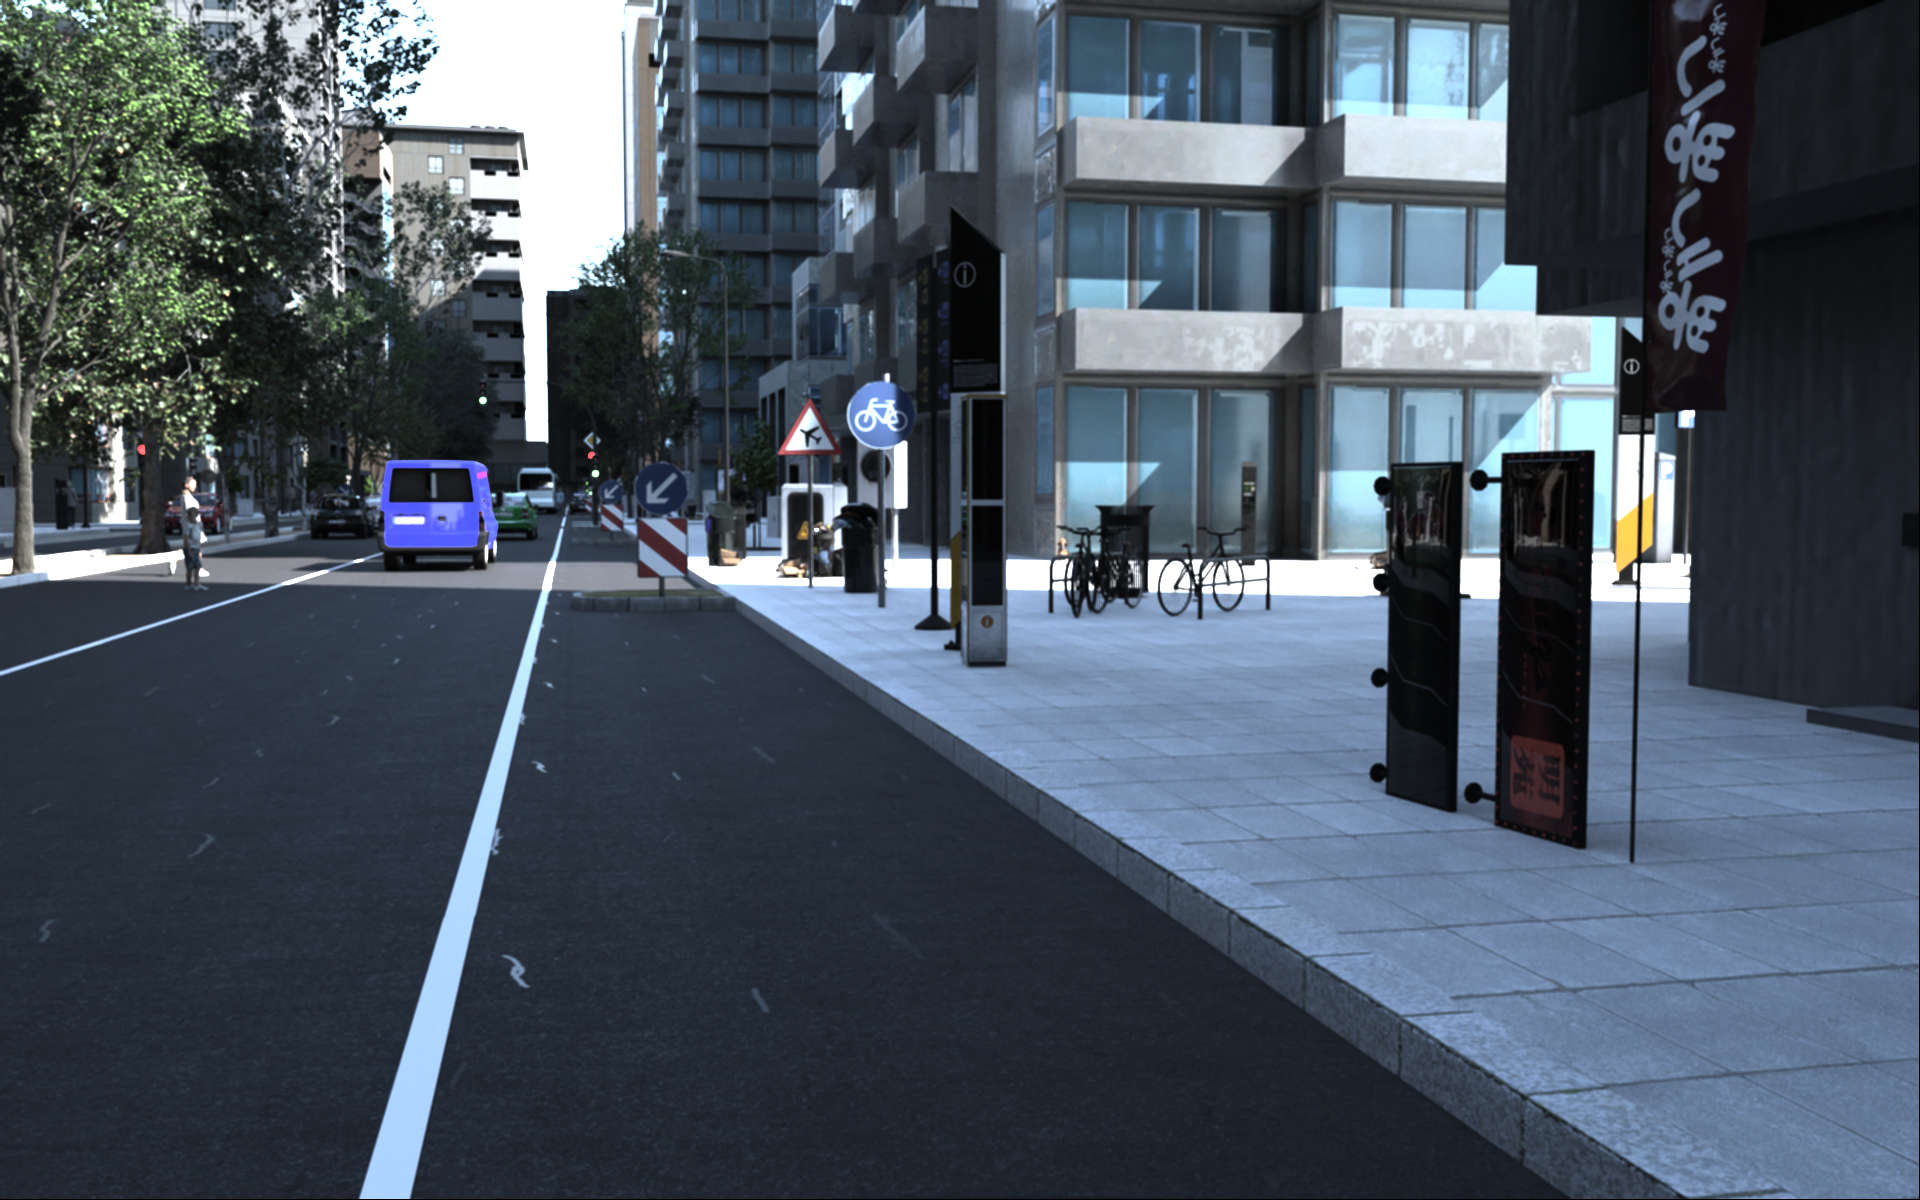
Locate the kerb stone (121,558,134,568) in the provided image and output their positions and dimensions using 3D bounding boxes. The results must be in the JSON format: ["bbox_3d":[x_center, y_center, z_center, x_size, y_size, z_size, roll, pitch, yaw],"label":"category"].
[{"bbox_3d":[-16.278,-0.696,33.627,0.120,0.150,1.000,-1,4,-13],"label":"kerb stone"}]

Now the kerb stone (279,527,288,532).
[{"bbox_3d":[-25.501,-2.626,65.136,0.120,0.150,1.000,-1,4,-13],"label":"kerb stone"}]

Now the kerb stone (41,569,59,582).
[{"bbox_3d":[-15.151,-0.394,28.634,0.120,0.150,1.000,-1,4,-13],"label":"kerb stone"}]

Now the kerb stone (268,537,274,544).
[{"bbox_3d":[-19.863,-1.677,49.613,0.120,0.150,1.000,-1,4,-13],"label":"kerb stone"}]

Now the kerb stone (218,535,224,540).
[{"bbox_3d":[-22.810,-1.891,53.131,0.120,0.150,1.000,-1,4,-13],"label":"kerb stone"}]

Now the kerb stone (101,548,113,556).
[{"bbox_3d":[-19.883,-1.094,40.123,0.120,0.150,1.000,-1,4,-13],"label":"kerb stone"}]

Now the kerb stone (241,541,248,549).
[{"bbox_3d":[-18.968,-1.433,45.621,0.120,0.150,1.000,-1,4,-13],"label":"kerb stone"}]

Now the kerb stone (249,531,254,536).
[{"bbox_3d":[-23.930,-2.198,58.132,0.120,0.150,1.000,-1,4,-13],"label":"kerb stone"}]

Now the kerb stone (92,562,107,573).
[{"bbox_3d":[-15.822,-0.576,31.635,0.120,0.150,1.000,-1,4,-13],"label":"kerb stone"}]

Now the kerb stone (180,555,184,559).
[{"bbox_3d":[-17.399,-1.005,38.628,0.120,0.150,1.000,-1,4,-13],"label":"kerb stone"}]

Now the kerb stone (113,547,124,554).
[{"bbox_3d":[-20.115,-1.158,41.127,0.120,0.150,1.000,-1,4,-13],"label":"kerb stone"}]

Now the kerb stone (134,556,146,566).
[{"bbox_3d":[-16.503,-0.760,34.624,0.120,0.150,1.000,-1,4,-13],"label":"kerb stone"}]

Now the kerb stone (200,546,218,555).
[{"bbox_3d":[-18.063,-1.189,41.628,0.120,0.150,1.000,-1,4,-13],"label":"kerb stone"}]

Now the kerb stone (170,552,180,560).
[{"bbox_3d":[-17.168,-0.940,37.628,0.120,0.150,1.000,-1,4,-13],"label":"kerb stone"}]

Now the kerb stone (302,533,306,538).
[{"bbox_3d":[-21.221,-2.043,55.625,0.120,0.150,1.000,-1,4,-13],"label":"kerb stone"}]

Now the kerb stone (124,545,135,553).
[{"bbox_3d":[-20.334,-1.219,42.134,0.120,0.150,1.000,-1,4,-13],"label":"kerb stone"}]

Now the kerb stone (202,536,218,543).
[{"bbox_3d":[-22.578,-1.831,52.135,0.120,0.150,1.000,-1,4,-13],"label":"kerb stone"}]

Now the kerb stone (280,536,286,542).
[{"bbox_3d":[-20.318,-1.800,51.619,0.120,0.150,1.000,-1,4,-13],"label":"kerb stone"}]

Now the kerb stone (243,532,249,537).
[{"bbox_3d":[-23.702,-2.131,57.131,0.120,0.150,1.000,-1,4,-13],"label":"kerb stone"}]

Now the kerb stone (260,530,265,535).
[{"bbox_3d":[-24.372,-2.317,60.129,0.120,0.150,1.000,-1,4,-13],"label":"kerb stone"}]

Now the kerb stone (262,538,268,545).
[{"bbox_3d":[-19.635,-1.613,48.616,0.120,0.150,1.000,-1,4,-13],"label":"kerb stone"}]

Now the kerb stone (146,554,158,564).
[{"bbox_3d":[-16.729,-0.822,35.632,0.120,0.150,1.000,-1,4,-13],"label":"kerb stone"}]

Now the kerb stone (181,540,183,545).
[{"bbox_3d":[-21.683,-1.582,48.135,0.120,0.150,1.000,-1,4,-13],"label":"kerb stone"}]

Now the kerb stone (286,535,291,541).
[{"bbox_3d":[-20.540,-1.861,52.620,0.120,0.150,1.000,-1,4,-13],"label":"kerb stone"}]

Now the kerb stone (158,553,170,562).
[{"bbox_3d":[-16.947,-0.883,36.630,0.120,0.150,1.000,-1,4,-13],"label":"kerb stone"}]

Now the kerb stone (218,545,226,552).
[{"bbox_3d":[-18.294,-1.242,42.627,0.120,0.150,1.000,-1,4,-13],"label":"kerb stone"}]

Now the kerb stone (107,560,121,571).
[{"bbox_3d":[-16.046,-0.638,32.632,0.120,0.150,1.000,-1,4,-13],"label":"kerb stone"}]

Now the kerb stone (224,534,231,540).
[{"bbox_3d":[-23.028,-1.952,54.129,0.120,0.150,1.000,-1,4,-13],"label":"kerb stone"}]

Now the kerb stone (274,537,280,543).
[{"bbox_3d":[-20.088,-1.738,50.614,0.120,0.150,1.000,-1,4,-13],"label":"kerb stone"}]

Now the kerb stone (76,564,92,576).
[{"bbox_3d":[-15.595,-0.510,30.634,0.120,0.150,1.000,-1,4,-13],"label":"kerb stone"}]

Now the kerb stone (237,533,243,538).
[{"bbox_3d":[-23.482,-2.076,56.132,0.120,0.150,1.000,-1,4,-13],"label":"kerb stone"}]

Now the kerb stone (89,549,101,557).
[{"bbox_3d":[-19.664,-1.032,39.124,0.120,0.150,1.000,-1,4,-13],"label":"kerb stone"}]

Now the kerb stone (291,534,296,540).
[{"bbox_3d":[-20.769,-1.919,53.616,0.120,0.150,1.000,-1,4,-13],"label":"kerb stone"}]

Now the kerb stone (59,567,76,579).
[{"bbox_3d":[-15.369,-0.455,29.632,0.120,0.150,1.000,-1,4,-13],"label":"kerb stone"}]

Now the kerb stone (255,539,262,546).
[{"bbox_3d":[-19.418,-1.553,47.615,0.120,0.150,1.000,-1,4,-13],"label":"kerb stone"}]

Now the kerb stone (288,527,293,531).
[{"bbox_3d":[-25.725,-2.687,66.133,0.120,0.150,1.000,-1,4,-13],"label":"kerb stone"}]

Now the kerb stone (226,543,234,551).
[{"bbox_3d":[-18.515,-1.311,43.624,0.120,0.150,1.000,-1,4,-13],"label":"kerb stone"}]

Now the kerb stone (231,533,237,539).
[{"bbox_3d":[-23.249,-2.014,55.127,0.120,0.150,1.000,-1,4,-13],"label":"kerb stone"}]

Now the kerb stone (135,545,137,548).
[{"bbox_3d":[-20.557,-1.280,43.131,0.120,0.150,1.000,-1,4,-13],"label":"kerb stone"}]

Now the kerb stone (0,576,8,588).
[{"bbox_3d":[-14.703,-0.271,26.631,0.120,0.150,1.000,-1,4,-13],"label":"kerb stone"}]

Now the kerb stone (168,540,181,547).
[{"bbox_3d":[-21.458,-1.526,47.138,0.120,0.150,1.000,-1,4,-13],"label":"kerb stone"}]

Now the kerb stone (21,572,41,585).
[{"bbox_3d":[-14.928,-0.332,27.631,0.120,0.150,1.000,-1,4,-13],"label":"kerb stone"}]

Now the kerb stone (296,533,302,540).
[{"bbox_3d":[-20.985,-1.983,54.615,0.120,0.150,1.000,-1,4,-13],"label":"kerb stone"}]

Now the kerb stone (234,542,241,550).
[{"bbox_3d":[-18.743,-1.372,44.620,0.120,0.150,1.000,-1,4,-13],"label":"kerb stone"}]

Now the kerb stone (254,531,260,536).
[{"bbox_3d":[-24.145,-2.259,59.131,0.120,0.150,1.000,-1,4,-13],"label":"kerb stone"}]

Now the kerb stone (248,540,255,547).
[{"bbox_3d":[-19.192,-1.494,46.618,0.120,0.150,1.000,-1,4,-13],"label":"kerb stone"}]
